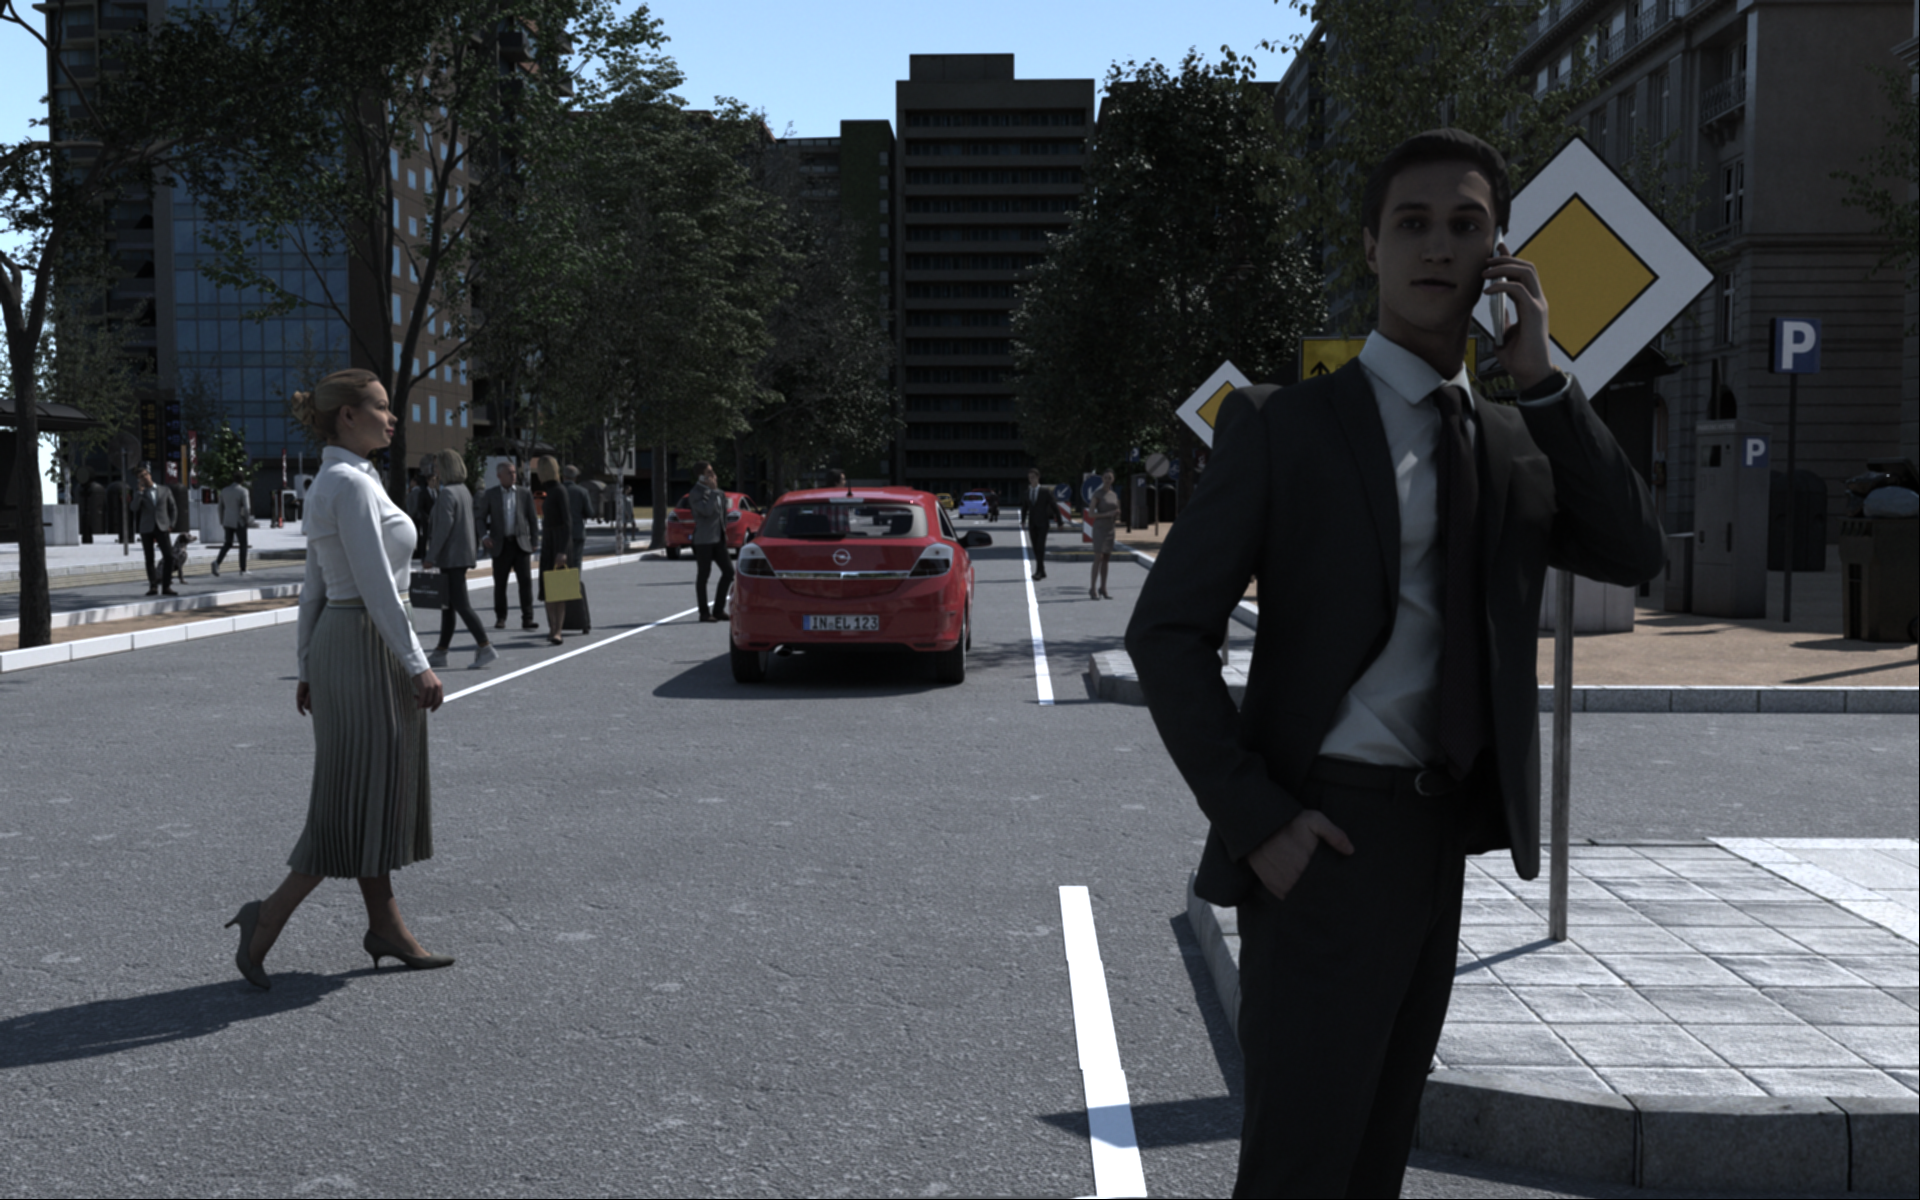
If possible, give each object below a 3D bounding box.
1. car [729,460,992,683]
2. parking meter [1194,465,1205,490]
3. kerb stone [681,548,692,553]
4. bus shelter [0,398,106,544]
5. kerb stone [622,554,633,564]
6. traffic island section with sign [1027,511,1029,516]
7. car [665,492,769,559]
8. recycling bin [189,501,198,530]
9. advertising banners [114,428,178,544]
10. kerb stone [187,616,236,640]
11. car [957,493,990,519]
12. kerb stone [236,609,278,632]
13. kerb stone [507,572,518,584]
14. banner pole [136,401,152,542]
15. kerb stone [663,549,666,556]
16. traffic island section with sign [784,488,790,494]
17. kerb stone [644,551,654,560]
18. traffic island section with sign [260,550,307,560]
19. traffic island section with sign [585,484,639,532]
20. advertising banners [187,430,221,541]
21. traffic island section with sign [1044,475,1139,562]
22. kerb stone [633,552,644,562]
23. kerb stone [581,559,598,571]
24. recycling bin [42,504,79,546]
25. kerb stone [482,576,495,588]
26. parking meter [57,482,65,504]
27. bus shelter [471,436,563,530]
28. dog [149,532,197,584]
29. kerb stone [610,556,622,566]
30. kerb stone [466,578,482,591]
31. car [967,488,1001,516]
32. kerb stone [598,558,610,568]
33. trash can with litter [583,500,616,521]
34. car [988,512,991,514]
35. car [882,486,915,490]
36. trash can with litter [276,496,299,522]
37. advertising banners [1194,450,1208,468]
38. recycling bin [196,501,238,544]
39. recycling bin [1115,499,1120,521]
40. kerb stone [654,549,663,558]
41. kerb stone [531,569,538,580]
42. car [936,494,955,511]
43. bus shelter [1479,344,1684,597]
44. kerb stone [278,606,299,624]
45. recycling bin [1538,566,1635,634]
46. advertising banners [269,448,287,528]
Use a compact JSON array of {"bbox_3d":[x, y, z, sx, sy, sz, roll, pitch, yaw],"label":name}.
[{"bbox_3d":[-0.807,-0.342,14.635,2.155,1.783,4.494,0,4,1],"label":"car"},{"bbox_3d":[5.394,-2.021,38.754,0.255,1.863,0.399,-1,4,-9],"label":"parking meter"},{"bbox_3d":[-6.754,-1.269,43.038,0.120,0.150,1.000,0,4,2],"label":"kerb stone"},{"bbox_3d":[-20.134,-2.572,35.975,2.014,3.302,5.546,0,4,2],"label":"bus shelter"},{"bbox_3d":[-6.993,-0.837,35.875,0.120,0.150,1.000,0,4,2],"label":"kerb stone"},{"bbox_3d":[5.341,-6.487,114.685,1.989,1.847,2.006,0,4,2],"label":"traffic island section with sign"},{"bbox_3d":[-5.463,-1.860,39.448,2.155,1.783,4.494,0,4,3],"label":"car"},{"bbox_3d":[-27.485,-3.034,62.156,0.722,1.027,0.722,0,4,-7],"label":"recycling bin"},{"bbox_3d":[-21.248,-3.008,45.375,0.090,3.025,2.074,2,4,26],"label":"advertising banners"},{"bbox_3d":[-7.602,0.293,17.437,0.120,0.150,1.000,0,4,2],"label":"kerb stone"},{"bbox_3d":[0.791,-5.563,100.549,1.945,1.707,3.694,0,4,1],"label":"car"},{"bbox_3d":[-7.567,0.230,18.459,0.120,0.150,1.000,0,4,2],"label":"kerb stone"},{"bbox_3d":[-7.265,-0.335,27.672,0.120,0.150,1.000,0,4,2],"label":"kerb stone"},{"bbox_3d":[-22.072,-3.483,46.968,0.401,3.779,0.863,0,4,-3],"label":"banner pole"},{"bbox_3d":[-6.862,-1.087,39.972,0.120,0.150,1.000,0,4,2],"label":"kerb stone"},{"bbox_3d":[-11.603,-6.541,115.574,1.989,1.847,2.006,0,4,2],"label":"traffic island section with sign"},{"bbox_3d":[-6.928,-0.959,37.921,0.120,0.150,1.000,0,4,2],"label":"kerb stone"},{"bbox_3d":[-14.134,-1.820,38.383,1.989,1.847,2.006,0,4,2],"label":"traffic island section with sign"},{"bbox_3d":[-13.243,-3.481,65.544,1.989,1.847,2.006,0,4,2],"label":"traffic island section with sign"},{"bbox_3d":[-20.951,-3.180,48.176,0.090,3.025,2.074,0,4,2],"label":"advertising banners"},{"bbox_3d":[2.825,-1.770,37.570,1.989,1.847,2.006,0,4,2],"label":"traffic island section with sign"},{"bbox_3d":[-6.963,-0.890,36.900,0.120,0.150,1.000,0,4,2],"label":"kerb stone"},{"bbox_3d":[-7.093,-0.646,32.798,0.120,0.150,1.000,0,4,2],"label":"kerb stone"},{"bbox_3d":[-22.321,-1.851,42.816,0.722,1.027,0.722,2,4,30],"label":"recycling bin"},{"bbox_3d":[-7.302,-0.268,26.647,0.120,0.150,1.000,0,4,2],"label":"kerb stone"},{"bbox_3d":[-43.787,-4.819,84.502,0.255,1.863,0.399,2,4,35],"label":"parking meter"},{"bbox_3d":[-16.244,-4.255,63.486,2.014,3.302,5.546,0,4,2],"label":"bus shelter"},{"bbox_3d":[-12.692,-0.664,27.687,0.800,0.831,0.513,1,4,14],"label":"dog"},{"bbox_3d":[-7.033,-0.773,34.845,0.120,0.150,1.000,0,4,2],"label":"kerb stone"},{"bbox_3d":[-7.329,-0.210,25.625,0.120,0.150,1.000,0,4,2],"label":"kerb stone"},{"bbox_3d":[1.561,-6.580,116.261,2.281,1.827,5.304,0,4,3],"label":"car"},{"bbox_3d":[-7.060,-0.711,33.823,0.120,0.150,1.000,0,4,2],"label":"kerb stone"},{"bbox_3d":[-16.786,-4.358,82.303,2.233,1.210,1.678,0,4,1],"label":"trash can with litter"},{"bbox_3d":[1.470,-7.155,128.786,2.131,1.459,4.920,0,4,1],"label":"car"},{"bbox_3d":[-2.868,-4.415,80.862,2.281,1.827,5.304,0,4,4],"label":"car"},{"bbox_3d":[-30.645,-4.120,78.745,0.624,1.170,1.055,3,5,44],"label":"trash can with litter"},{"bbox_3d":[10.329,-4.437,68.730,2.074,3.025,0.090,1,4,8],"label":"advertising banners"},{"bbox_3d":[-19.276,-1.989,45.070,0.722,1.027,0.722,3,4,38],"label":"recycling bin"},{"bbox_3d":[7.375,-4.341,83.532,0.722,1.027,0.722,-2,4,-27],"label":"recycling bin"},{"bbox_3d":[-6.888,-1.020,38.951,0.120,0.150,1.000,0,4,2],"label":"kerb stone"},{"bbox_3d":[-7.238,-0.396,28.694,0.120,0.150,1.000,0,4,2],"label":"kerb stone"},{"bbox_3d":[-1.433,-8.427,148.000,2.015,1.641,3.980,0,4,1],"label":"car"},{"bbox_3d":[7.921,-1.841,24.016,2.014,3.302,5.546,0,4,2],"label":"bus shelter"},{"bbox_3d":[-7.532,0.167,19.481,0.120,0.150,1.000,0,4,2],"label":"kerb stone"},{"bbox_3d":[5.838,-0.229,16.303,0.722,1.027,0.722,-1,4,-17],"label":"recycling bin"},{"bbox_3d":[-25.720,-4.234,65.411,0.090,3.025,2.074,0,4,-4],"label":"advertising banners"}]
